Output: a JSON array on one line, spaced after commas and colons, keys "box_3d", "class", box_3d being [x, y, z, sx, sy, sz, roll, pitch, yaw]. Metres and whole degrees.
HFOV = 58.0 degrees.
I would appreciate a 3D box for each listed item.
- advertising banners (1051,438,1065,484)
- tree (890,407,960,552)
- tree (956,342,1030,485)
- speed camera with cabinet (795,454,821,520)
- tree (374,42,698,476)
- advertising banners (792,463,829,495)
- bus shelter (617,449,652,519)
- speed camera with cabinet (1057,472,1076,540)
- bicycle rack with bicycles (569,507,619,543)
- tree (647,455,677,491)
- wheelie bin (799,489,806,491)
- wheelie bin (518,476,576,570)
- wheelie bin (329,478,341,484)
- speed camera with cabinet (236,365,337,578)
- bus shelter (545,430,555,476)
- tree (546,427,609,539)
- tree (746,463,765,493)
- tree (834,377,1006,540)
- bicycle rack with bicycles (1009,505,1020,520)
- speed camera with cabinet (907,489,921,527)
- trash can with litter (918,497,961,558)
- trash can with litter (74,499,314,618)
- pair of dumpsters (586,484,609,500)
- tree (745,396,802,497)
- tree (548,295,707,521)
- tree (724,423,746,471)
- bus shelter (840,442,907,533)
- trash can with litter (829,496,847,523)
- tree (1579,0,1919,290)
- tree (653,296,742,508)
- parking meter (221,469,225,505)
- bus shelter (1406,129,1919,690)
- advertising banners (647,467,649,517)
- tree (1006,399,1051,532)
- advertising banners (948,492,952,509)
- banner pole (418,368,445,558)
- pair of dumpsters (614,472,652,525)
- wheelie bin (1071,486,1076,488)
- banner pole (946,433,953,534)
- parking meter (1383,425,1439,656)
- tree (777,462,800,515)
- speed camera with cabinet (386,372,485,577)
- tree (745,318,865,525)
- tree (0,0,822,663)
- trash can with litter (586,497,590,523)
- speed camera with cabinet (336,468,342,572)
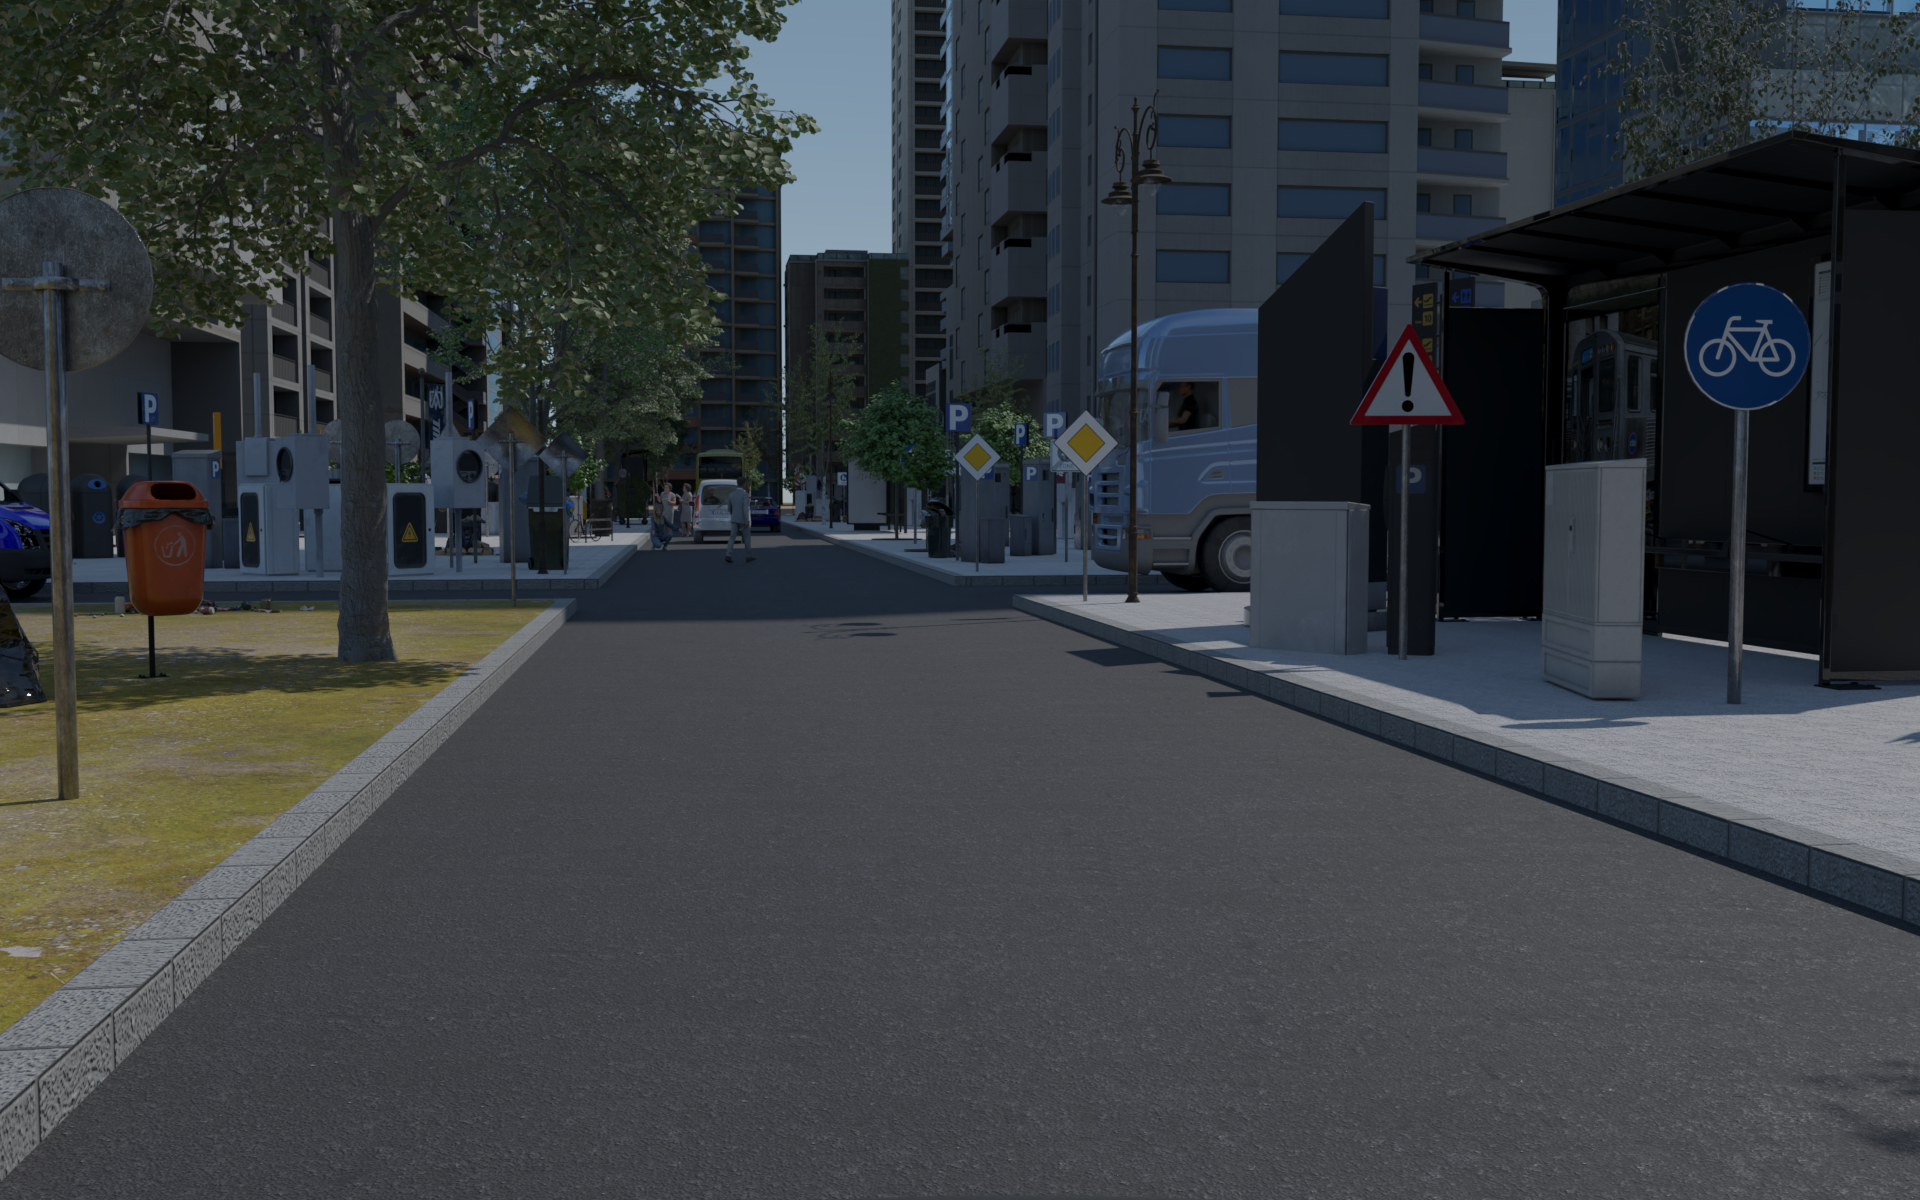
[{"box_3d": [3.297, -3.016, 45.501, 2.074, 3.025, 0.090, -1, 4, -18], "class": "advertising banners"}, {"box_3d": [-0.801, -2.693, 38.636, 1.663, 3.219, 1.824, 0, 3, 0], "class": "tree"}, {"box_3d": [1.566, -8.121, 83.139, 4.737, 8.622, 4.395, 0, 3, 0], "class": "tree"}, {"box_3d": [-7.443, -5.552, 85.107, 0.660, 3.252, 2.038, 1, 4, 18], "class": "speed camera with cabinet"}, {"box_3d": [-9.859, -7.013, 40.419, 9.928, 11.665, 9.643, 0, 3, 0], "class": "tree"}, {"box_3d": [-8.483, -6.230, 98.048, 2.074, 3.025, 0.090, 0, 4, 2], "class": "advertising banners"}, {"box_3d": [-17.006, -6.097, 90.975, 1.731, 3.624, 6.357, -1, 4, -9], "class": "bus shelter"}, {"box_3d": [2.997, -3.354, 49.180, 0.660, 3.252, 2.038, 1, 4, 19], "class": "speed camera with cabinet"}, {"box_3d": [-10.670, -2.014, 46.315, 2.852, 0.926, 2.925, 1, 4, 12], "class": "bicycle rack with bicycles"}, {"box_3d": [-28.757, -13.326, 168.237, 4.360, 8.622, 3.978, 0, 3, 0], "class": "tree"}, {"box_3d": [-8.900, -5.611, 99.654, 0.980, 1.594, 0.693, 1, 4, 15], "class": "wheelie bin"}, {"box_3d": [-7.003, -1.316, 29.424, 0.980, 1.594, 0.693, 0, 4, -2], "class": "wheelie bin"}, {"box_3d": [-12.463, -1.650, 34.884, 0.980, 1.594, 0.693, -3, 4, -38], "class": "wheelie bin"}, {"box_3d": [-10.566, -1.997, 26.991, 2.038, 3.252, 0.660, 3, 5, 44], "class": "speed camera with cabinet"}, {"box_3d": [-16.252, -4.557, 65.788, 1.731, 3.624, 6.357, -1, 4, -9], "class": "bus shelter"}, {"box_3d": [-11.170, -3.390, 50.033, 1.663, 3.219, 1.824, 0, 3, 0], "class": "tree"}, {"box_3d": [-21.536, -11.704, 175.070, 4.285, 4.588, 4.351, 0, 3, 0], "class": "tree"}, {"box_3d": [-1.694, -3.960, 48.464, 4.285, 4.588, 4.351, 0, 3, 0], "class": "tree"}, {"box_3d": [3.663, -4.033, 79.319, 2.925, 0.926, 2.852, 0, 4, 0], "class": "bicycle rack with bicycles"}, {"box_3d": [-1.939, -4.549, 68.713, 0.660, 3.252, 2.038, 0, 4, 6], "class": "speed camera with cabinet"}, {"box_3d": [-0.307, -1.443, 34.983, 0.624, 1.170, 1.055, 3, 4, 38], "class": "trash can with litter"}, {"box_3d": [-8.216, -0.470, 18.745, 2.233, 1.210, 1.678, 0, 4, -6], "class": "trash can with litter"}, {"box_3d": [-20.402, -5.751, 96.524, 1.574, 2.255, 4.437, -1, 4, -9], "class": "pair of dumpsters"}, {"box_3d": [-14.162, -10.965, 129.641, 4.360, 8.622, 3.978, 0, 3, 0], "class": "tree"}, {"box_3d": [-15.902, -8.949, 80.723, 7.601, 10.594, 8.767, 1, 4, 17], "class": "tree"}, {"box_3d": [-20.797, -13.422, 169.817, 4.737, 8.622, 4.395, 0, 3, 0], "class": "tree"}, {"box_3d": [-2.844, -3.956, 58.610, 2.014, 3.302, 5.546, -1, 4, -9], "class": "bus shelter"}, {"box_3d": [-5.385, -4.086, 78.195, 1.055, 1.170, 0.624, 1, 4, 15], "class": "trash can with litter"}, {"box_3d": [8.818, -4.215, 19.284, 4.360, 8.622, 3.978, 0, 3, 0], "class": "tree"}, {"box_3d": [-26.614, -18.413, 156.937, 12.611, 20.169, 13.585, 0, 3, 0], "class": "tree"}, {"box_3d": [-14.565, -1.716, 33.774, 0.255, 1.863, 0.399, 2, 4, 35], "class": "parking meter"}, {"box_3d": [5.748, -1.415, 14.414, 1.731, 3.624, 6.357, -1, 4, -9], "class": "bus shelter"}, {"box_3d": [-17.835, -6.283, 98.909, 0.090, 3.025, 2.074, -1, 4, -11], "class": "advertising banners"}, {"box_3d": [1.643, -4.650, 59.737, 4.285, 4.588, 4.351, 0, 3, 0], "class": "tree"}, {"box_3d": [0.185, -6.362, 100.211, 2.074, 3.025, 0.090, 2, 4, 29], "class": "advertising banners"}, {"box_3d": [-10.552, -2.726, 34.591, 0.401, 3.779, 0.863, 2, 4, 26], "class": "banner pole"}, {"box_3d": [-13.853, -4.335, 73.375, 1.574, 2.255, 4.437, -1, 4, -9], "class": "pair of dumpsters"}, {"box_3d": [4.629, -3.828, 70.491, 0.980, 1.594, 0.693, 2, 4, 25], "class": "wheelie bin"}, {"box_3d": [-0.649, -4.034, 55.980, 0.863, 3.779, 0.401, -1, 4, -10], "class": "banner pole"}, {"box_3d": [3.598, -0.497, 13.844, 0.399, 1.863, 0.255, 1, 4, 22], "class": "parking meter"}, {"box_3d": [-10.059, -6.773, 105.341, 1.663, 3.219, 1.824, 0, 3, 0], "class": "tree"}, {"box_3d": [-8.501, -2.029, 27.517, 0.660, 3.252, 2.038, 2, 4, 32], "class": "speed camera with cabinet"}, {"box_3d": [-5.834, -7.449, 72.149, 4.737, 8.622, 4.395, 0, 3, 0], "class": "tree"}, {"box_3d": [-5.047, -5.808, 13.082, 7.486, 12.596, 7.792, 0, 3, 0], "class": "tree"}, {"box_3d": [-16.408, -3.931, 75.662, 0.624, 1.170, 1.055, 0, 4, 5], "class": "trash can with litter"}, {"box_3d": [-10.805, -2.095, 28.596, 2.038, 3.252, 0.660, 0, 4, -3], "class": "speed camera with cabinet"}]
